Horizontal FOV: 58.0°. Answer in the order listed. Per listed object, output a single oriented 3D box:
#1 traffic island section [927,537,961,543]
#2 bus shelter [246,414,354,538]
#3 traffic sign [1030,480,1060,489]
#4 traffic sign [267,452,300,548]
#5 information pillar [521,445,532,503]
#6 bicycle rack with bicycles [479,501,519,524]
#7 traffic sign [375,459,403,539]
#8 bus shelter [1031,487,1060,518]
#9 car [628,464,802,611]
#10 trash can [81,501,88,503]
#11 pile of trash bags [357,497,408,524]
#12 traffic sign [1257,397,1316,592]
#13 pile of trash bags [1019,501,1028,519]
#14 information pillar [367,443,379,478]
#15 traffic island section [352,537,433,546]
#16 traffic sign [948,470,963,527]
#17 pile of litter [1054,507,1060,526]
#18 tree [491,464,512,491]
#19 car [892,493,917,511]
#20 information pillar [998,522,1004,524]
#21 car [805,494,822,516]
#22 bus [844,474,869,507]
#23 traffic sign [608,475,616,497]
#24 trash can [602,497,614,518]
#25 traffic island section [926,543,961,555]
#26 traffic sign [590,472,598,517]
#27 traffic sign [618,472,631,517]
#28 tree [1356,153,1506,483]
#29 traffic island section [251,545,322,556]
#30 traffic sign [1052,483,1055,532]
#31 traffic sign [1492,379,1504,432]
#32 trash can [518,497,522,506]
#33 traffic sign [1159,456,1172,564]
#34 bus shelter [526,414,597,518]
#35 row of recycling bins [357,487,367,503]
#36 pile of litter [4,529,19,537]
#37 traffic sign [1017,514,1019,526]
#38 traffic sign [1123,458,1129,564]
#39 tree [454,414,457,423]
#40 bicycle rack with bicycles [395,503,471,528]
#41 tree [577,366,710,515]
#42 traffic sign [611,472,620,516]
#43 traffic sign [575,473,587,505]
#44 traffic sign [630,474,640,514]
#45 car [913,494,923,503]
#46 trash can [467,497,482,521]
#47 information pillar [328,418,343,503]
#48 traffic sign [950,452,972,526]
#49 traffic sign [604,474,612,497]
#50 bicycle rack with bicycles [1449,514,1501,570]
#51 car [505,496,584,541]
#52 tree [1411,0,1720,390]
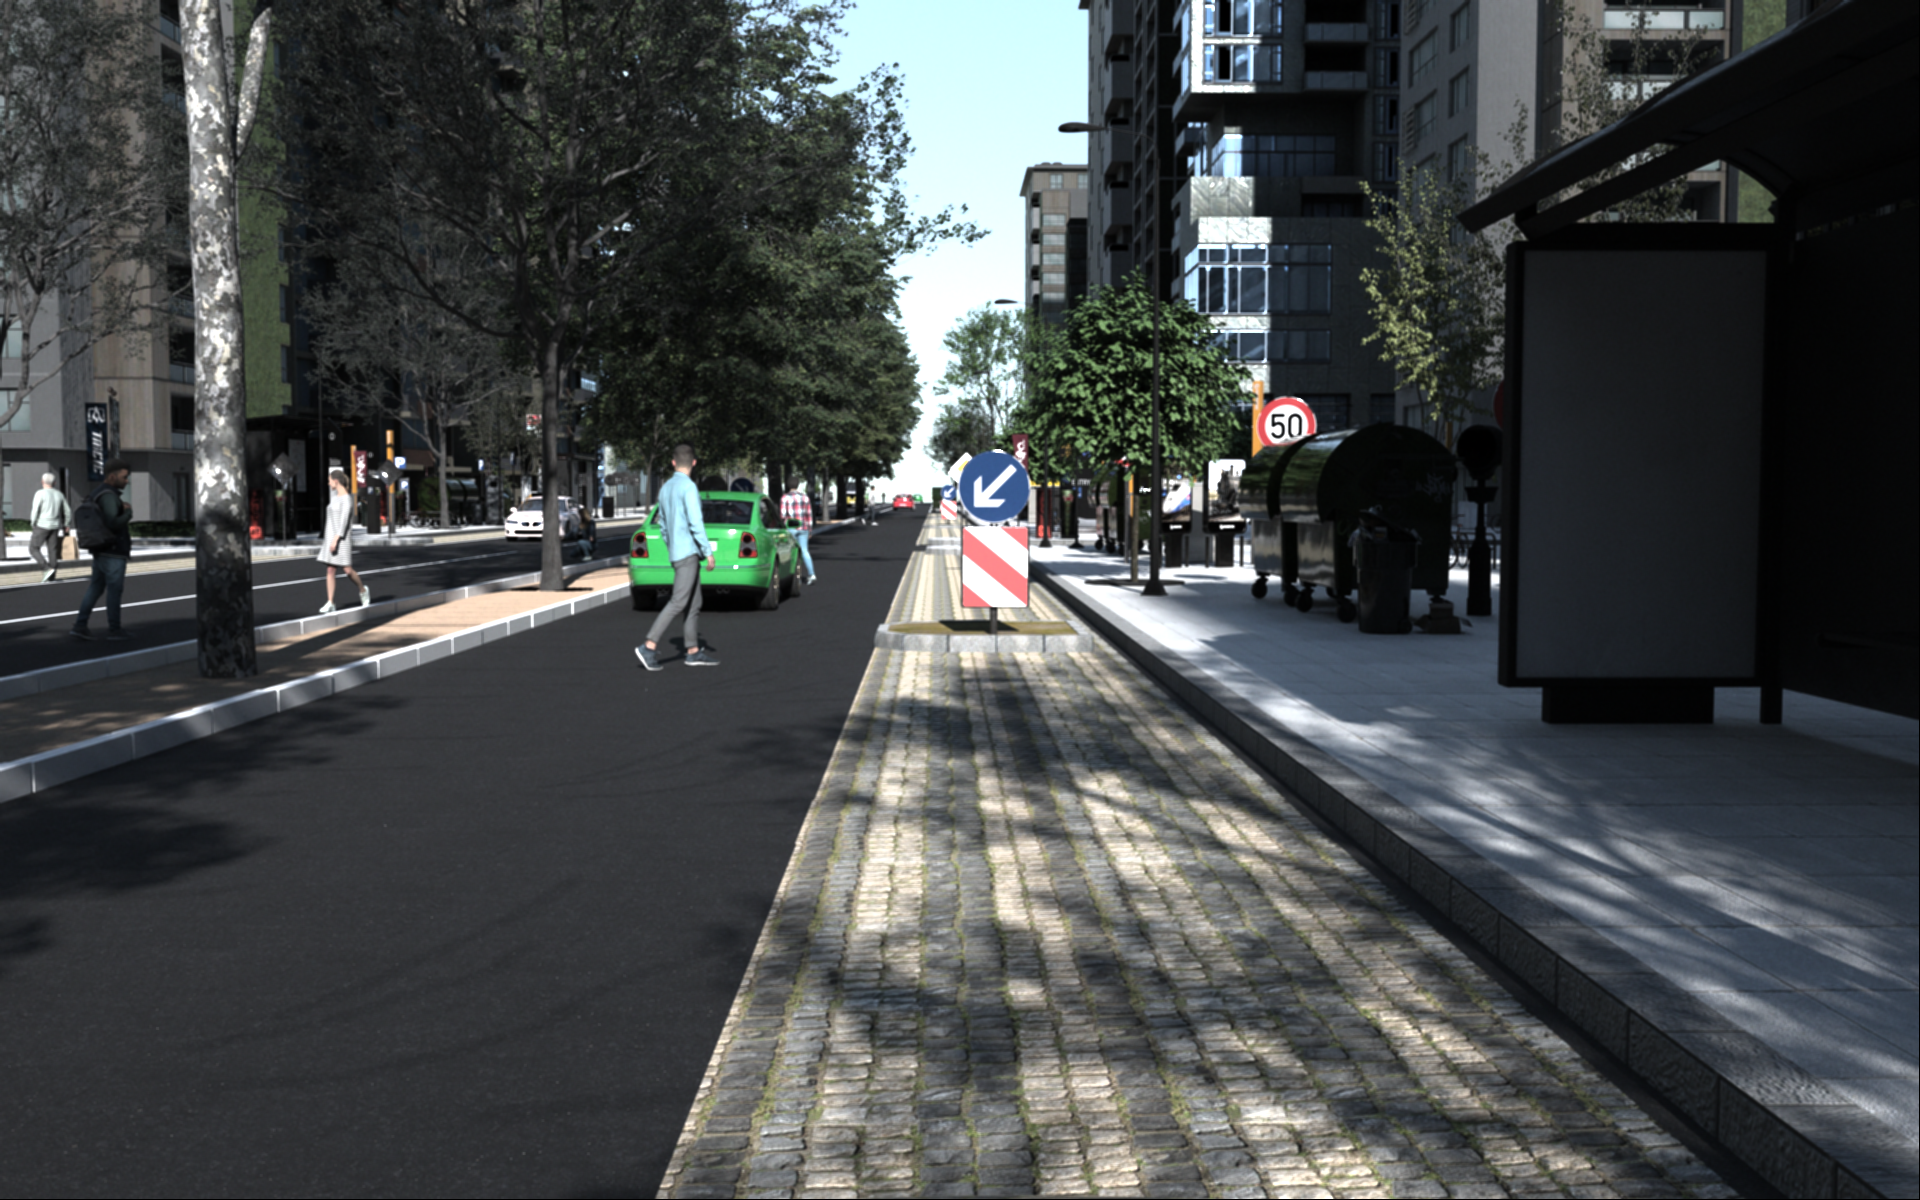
[{"bbox_3d":[0.071,-1.679,49.725,2.009,0.180,2.903,0,4,-1],"label":"traffic island section"},{"bbox_3d":[-20.811,-3.846,54.164,1.731,3.624,6.357,0,4,-1],"label":"bus shelter"},{"bbox_3d":[3.577,-4.182,62.255,2.265,3.308,0.079,0,4,8],"label":"traffic sign"},{"bbox_3d":[-16.186,-2.313,41.459,0.795,2.450,0.064,0,4,-1],"label":"traffic sign"},{"bbox_3d":[-20.599,-5.557,82.219,0.504,3.616,0.183,-2,4,-25],"label":"information pillar"},{"bbox_3d":[-20.369,-3.776,75.115,2.852,0.926,2.925,-2,4,-24],"label":"bicycle rack with bicycles"},{"bbox_3d":[-16.296,-2.801,49.444,0.795,2.450,0.064,0,4,-1],"label":"traffic sign"},{"bbox_3d":[4.278,-6.299,80.620,2.179,5.291,8.768,0,4,-1],"label":"bus shelter"},{"bbox_3d":[-3.121,-0.849,22.683,1.959,1.807,4.718,0,4,1],"label":"car"},{"bbox_3d":[-18.999,-1.627,38.260,0.748,1.137,0.748,0,3,0],"label":"trash can"},{"bbox_3d":[-25.189,-3.915,73.769,3.447,1.369,1.912,0,4,7],"label":"pile of trash bags"},{"bbox_3d":[4.274,-1.384,22.736,0.768,2.556,0.104,1,4,8],"label":"traffic sign"},{"bbox_3d":[3.774,-4.854,89.118,1.912,1.369,3.447,-1,4,-19],"label":"pile of trash bags"},{"bbox_3d":[-26.710,-5.348,78.787,0.504,3.616,0.183,-2,4,-25],"label":"information pillar"},{"bbox_3d":[-16.319,-1.665,49.505,2.009,0.180,2.903,0,4,-1],"label":"traffic island section"},{"bbox_3d":[0.047,-2.814,49.647,0.795,2.450,0.064,0,4,-1],"label":"traffic sign"},{"bbox_3d":[4.007,-3.447,70.327,1.176,0.858,1.719,0,4,4],"label":"pile of litter"},{"bbox_3d":[-29.270,-7.065,110.118,1.663,3.219,1.824,0,3,0],"label":"tree"},{"bbox_3d":[-4.830,-8.591,149.498,2.155,1.783,4.494,0,4,1],"label":"car"},{"bbox_3d":[1.681,-4.281,74.489,0.304,2.012,0.304,-3,4,-36],"label":"information pillar"},{"bbox_3d":[-10.128,-6.324,115.407,2.014,1.417,4.499,0,4,-1],"label":"car"},{"bbox_3d":[-11.236,-11.858,185.432,2.896,3.916,12.252,0,4,-1],"label":"bus"},{"bbox_3d":[-22.198,-6.780,110.959,0.768,2.556,0.104,0,4,3],"label":"traffic sign"},{"bbox_3d":[-18.673,-4.909,91.910,0.748,1.137,0.748,0,3,0],"label":"trash can"},{"bbox_3d":[0.180,-1.190,41.740,2.009,0.180,2.903,0,4,-1],"label":"traffic island section"},{"bbox_3d":[-20.459,-5.864,95.982,0.768,2.556,0.104,0,4,4],"label":"traffic sign"},{"bbox_3d":[-18.989,-5.988,98.010,0.768,2.556,0.104,0,4,3],"label":"traffic sign"},{"bbox_3d":[10.398,-5.335,37.597,4.737,8.622,4.395,0,3,0],"label":"tree"},{"bbox_3d":[-16.209,-1.177,41.521,2.009,0.180,2.903,0,4,-1],"label":"traffic island section"},{"bbox_3d":[3.178,-3.599,58.954,0.768,2.556,0.104,1,4,9],"label":"traffic sign"},{"bbox_3d":[5.722,-1.061,17.457,0.768,2.556,0.104,0,3,0],"label":"traffic sign"},{"bbox_3d":[-22.313,-4.721,88.841,0.748,1.137,0.748,0,3,0],"label":"trash can"},{"bbox_3d":[3.668,-1.930,31.663,0.768,2.556,0.104,0,4,1],"label":"traffic sign"},{"bbox_3d":[-20.754,-6.865,89.880,2.179,5.291,8.768,0,4,-1],"label":"bus shelter"},{"bbox_3d":[-29.273,-4.471,80.209,3.534,1.692,1.069,-1,4,-15],"label":"row of recycling bins"},{"bbox_3d":[-28.900,-2.303,51.617,1.719,0.858,1.176,2,4,26],"label":"pile of litter"},{"bbox_3d":[1.928,-3.495,57.155,0.884,2.594,0.081,0,4,6],"label":"traffic sign"},{"bbox_3d":[3.070,-1.942,31.864,0.768,2.556,0.104,0,4,8],"label":"traffic sign"},{"bbox_3d":[-28.513,-9.452,104.903,4.360,8.622,3.978,0,3,0],"label":"tree"},{"bbox_3d":[-20.129,-3.211,65.889,2.925,0.926,2.852,-1,4,-12],"label":"bicycle rack with bicycles"},{"bbox_3d":[-19.061,-10.437,105.063,8.767,10.594,7.601,-1,4,-8],"label":"tree"},{"bbox_3d":[-19.733,-6.086,99.614,0.768,2.556,0.104,0,4,7],"label":"traffic sign"},{"bbox_3d":[-18.503,-5.041,84.558,0.606,2.300,0.079,0,4,2],"label":"traffic sign"},{"bbox_3d":[-20.885,-6.790,111.130,0.768,2.556,0.104,0,4,3],"label":"traffic sign"},{"bbox_3d":[-6.972,-16.732,282.356,1.959,1.807,4.718,0,4,-3],"label":"car"},{"bbox_3d":[-21.772,-4.028,77.516,0.748,1.137,0.748,0,3,0],"label":"trash can"},{"bbox_3d":[-19.275,-3.801,53.495,0.504,3.616,0.183,1,4,21],"label":"information pillar"},{"bbox_3d":[0.157,-2.325,41.663,0.795,2.450,0.064,0,4,-1],"label":"traffic sign"},{"bbox_3d":[-22.480,-6.799,111.275,0.768,2.556,0.104,0,4,3],"label":"traffic sign"},{"bbox_3d":[7.996,-1.022,30.090,2.852,0.926,2.925,-1,4,-12],"label":"bicycle rack with bicycles"},{"bbox_3d":[-12.828,-2.542,53.928,2.083,1.381,4.827,0,4,-1],"label":"car"},{"bbox_3d":[9.049,-4.585,25.323,4.360,8.622,3.978,0,3,0],"label":"tree"}]
